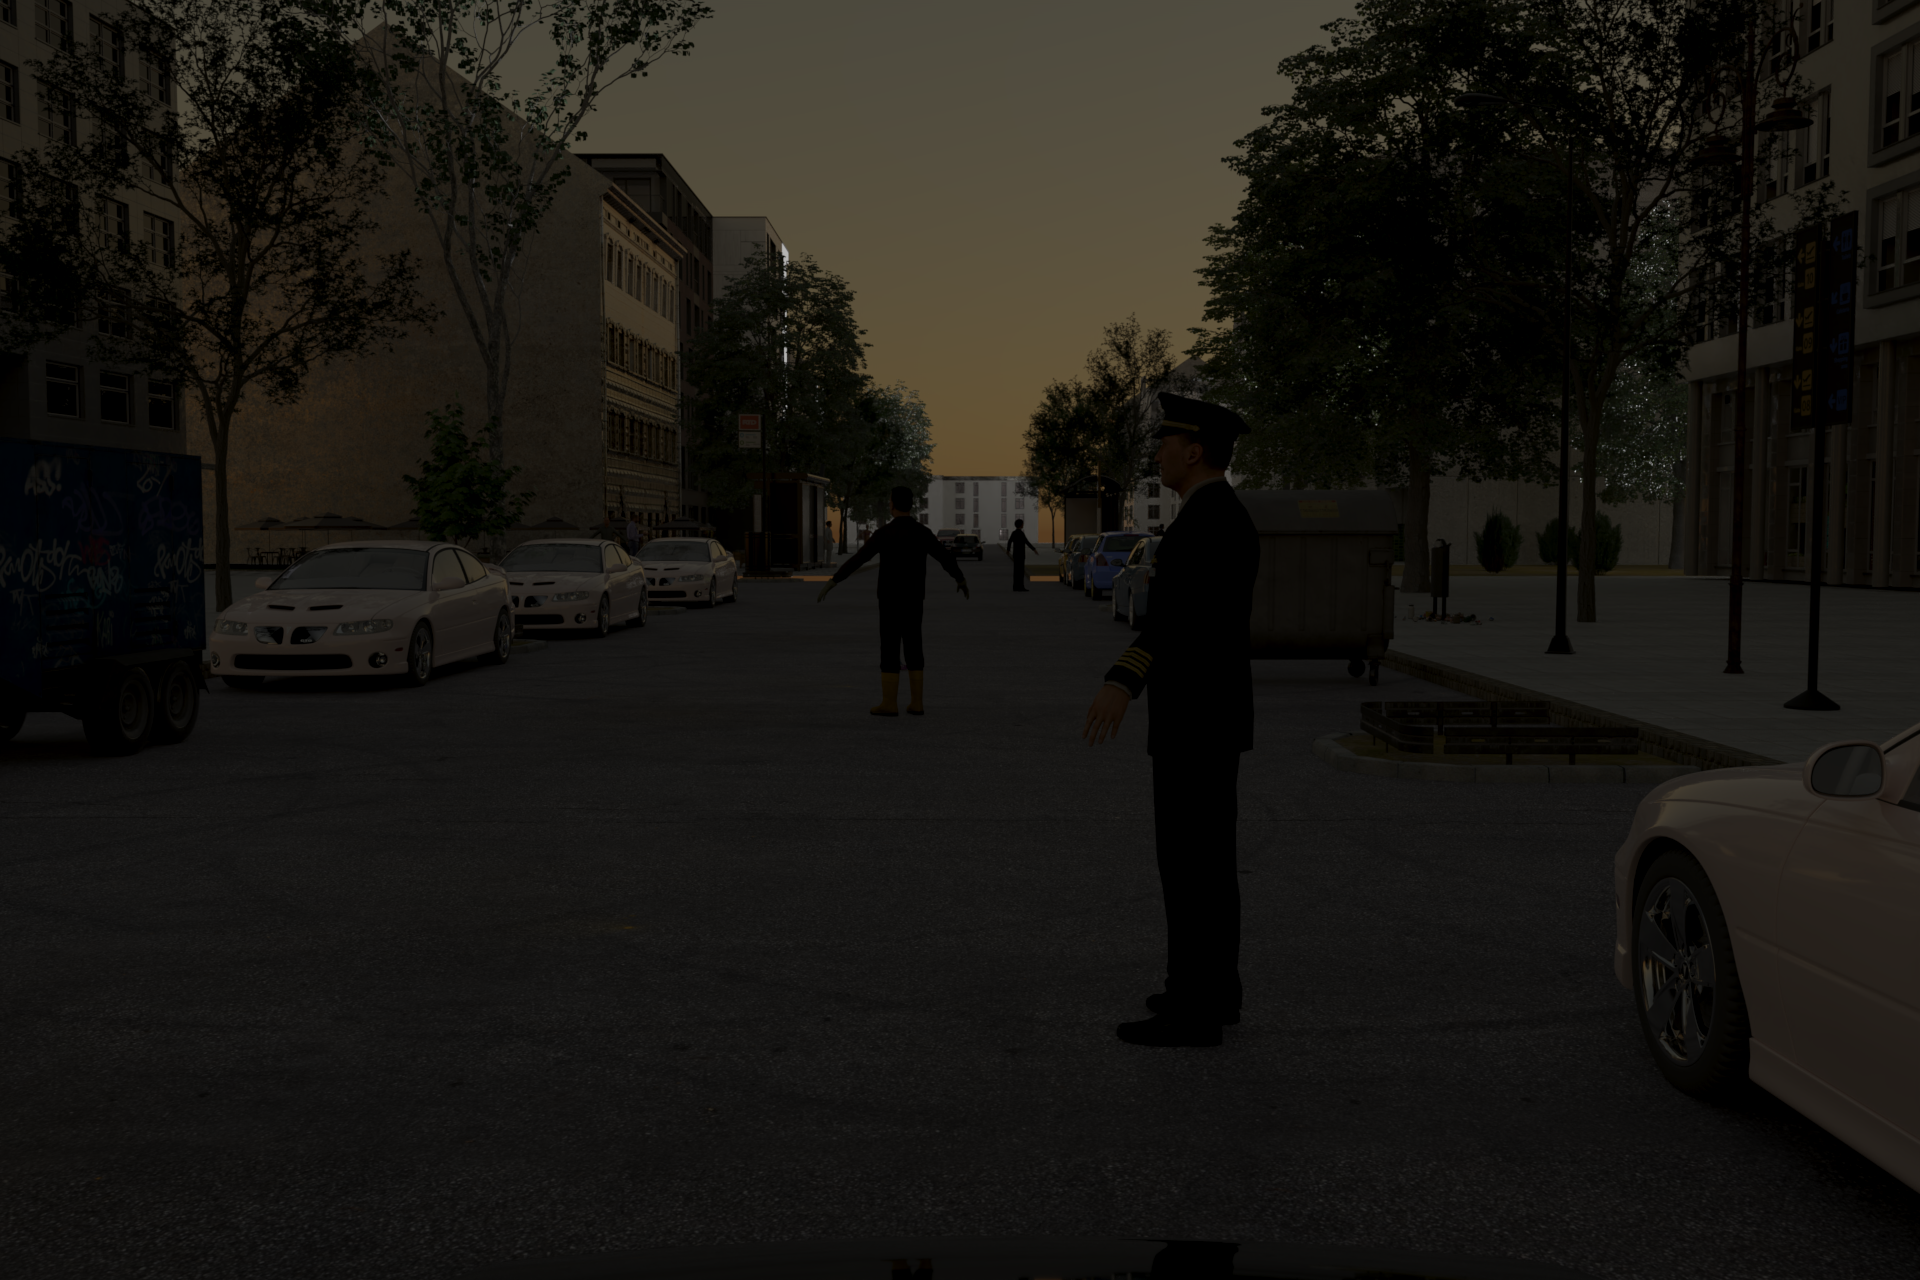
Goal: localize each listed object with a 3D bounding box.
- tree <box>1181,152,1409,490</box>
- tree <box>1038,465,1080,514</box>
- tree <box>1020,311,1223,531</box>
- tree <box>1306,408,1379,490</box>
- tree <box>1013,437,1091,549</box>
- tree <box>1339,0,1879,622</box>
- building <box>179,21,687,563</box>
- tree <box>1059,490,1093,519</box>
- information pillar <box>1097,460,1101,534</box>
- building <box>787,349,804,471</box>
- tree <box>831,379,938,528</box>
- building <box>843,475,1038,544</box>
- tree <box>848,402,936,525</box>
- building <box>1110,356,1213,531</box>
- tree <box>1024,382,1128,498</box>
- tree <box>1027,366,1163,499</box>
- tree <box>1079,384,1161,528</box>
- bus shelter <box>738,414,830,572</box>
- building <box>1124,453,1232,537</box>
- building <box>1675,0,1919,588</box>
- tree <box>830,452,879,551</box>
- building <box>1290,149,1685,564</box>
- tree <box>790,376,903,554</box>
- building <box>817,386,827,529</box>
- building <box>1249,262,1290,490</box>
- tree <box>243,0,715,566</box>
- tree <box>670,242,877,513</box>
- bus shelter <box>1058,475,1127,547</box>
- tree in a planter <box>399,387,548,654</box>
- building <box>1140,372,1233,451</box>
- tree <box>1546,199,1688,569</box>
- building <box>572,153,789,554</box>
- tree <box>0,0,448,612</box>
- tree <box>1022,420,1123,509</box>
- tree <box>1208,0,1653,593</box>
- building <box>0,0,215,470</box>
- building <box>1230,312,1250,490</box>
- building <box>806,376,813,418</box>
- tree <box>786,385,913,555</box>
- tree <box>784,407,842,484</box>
[{"bbox_3d":[10.259,-8.159,51.526,7.486,12.596,7.792,0,3,0],"label":"tree"},{"bbox_3d":[8.826,-11.475,137.978,4.360,8.622,3.978,0,3,0],"label":"tree"},{"bbox_3d":[6.737,-8.505,73.462,8.767,10.594,7.601,0,4,-3],"label":"tree"},{"bbox_3d":[13.713,-7.115,66.696,4.360,8.622,3.978,0,3,0],"label":"tree"},{"bbox_3d":[8.416,-13.345,152.600,8.767,10.594,7.601,2,4,27],"label":"tree"},{"bbox_3d":[8.835,-5.526,24.760,7.601,10.594,8.767,-2,4,-34],"label":"tree"},{"bbox_3d":[-24.474,-15.470,83.859,19.493,23.208,18.063,0,4,1],"label":"building"},{"bbox_3d":[17.710,-19.245,249.065,7.601,10.594,8.767,0,4,5],"label":"tree"},{"bbox_3d":[4.424,-3.904,55.191,0.183,3.616,0.504,0,4,2],"label":"information pillar"},{"bbox_3d":[-21.768,-19.451,174.437,16.016,20.090,11.380,0,4,1],"label":"building"},{"bbox_3d":[-6.678,-14.478,143.371,9.857,13.997,8.962,0,3,0],"label":"tree"},{"bbox_3d":[-2.726,-18.479,246.731,28.070,9.664,9.099,0,4,-4],"label":"building"},{"bbox_3d":[-6.992,-15.334,157.364,9.857,13.997,8.962,0,3,0],"label":"tree"},{"bbox_3d":[28.785,-23.875,221.281,19.493,23.208,18.063,0,4,1],"label":"building"},{"bbox_3d":[8.187,-11.791,118.538,9.928,11.665,9.643,0,3,0],"label":"tree"},{"bbox_3d":[7.769,-9.914,96.507,8.767,10.594,7.601,-2,4,-24],"label":"tree"},{"bbox_3d":[7.217,-8.109,82.937,4.360,8.622,3.978,0,3,0],"label":"tree"},{"bbox_3d":[-6.168,-5.066,60.453,2.179,5.291,8.768,0,4,3],"label":"bus shelter"},{"bbox_3d":[22.318,-14.444,178.304,9.099,9.664,28.070,0,4,1],"label":"building"},{"bbox_3d":[29.101,-13.508,28.453,19.016,26.051,41.698,0,4,1],"label":"building"},{"bbox_3d":[-7.177,-10.551,122.875,4.360,8.622,3.978,0,3,0],"label":"tree"},{"bbox_3d":[27.921,-13.565,88.248,16.747,18.905,31.486,0,4,1],"label":"building"},{"bbox_3d":[-7.587,-11.439,112.786,9.928,11.665,9.643,0,3,0],"label":"tree"},{"bbox_3d":[-22.510,-21.841,213.520,16.016,20.090,11.380,0,3,0],"label":"building"},{"bbox_3d":[25.280,-16.108,119.785,16.016,20.090,11.380,0,4,1],"label":"building"},{"bbox_3d":[-12.886,-11.385,42.033,12.611,20.169,13.585,0,3,0],"label":"tree"},{"bbox_3d":[-8.154,-10.448,77.482,9.857,13.997,8.962,0,3,0],"label":"tree"},{"bbox_3d":[4.654,-4.146,61.711,2.014,3.302,5.546,0,4,0],"label":"bus shelter"},{"bbox_3d":[-6.181,-1.467,21.201,1.991,3.239,1.994,0,4,2],"label":"tree in a planter"},{"bbox_3d":[26.490,-21.438,206.937,16.016,20.090,11.380,0,4,0],"label":"building"},{"bbox_3d":[26.360,-9.590,63.447,9.857,13.997,8.962,0,3,0],"label":"tree"},{"bbox_3d":[-26.394,-16.247,109.619,27.936,21.610,32.646,0,4,0],"label":"building"},{"bbox_3d":[-12.244,-5.720,27.939,8.767,10.594,7.601,1,4,13],"label":"tree"},{"bbox_3d":[8.414,-11.933,129.522,8.767,10.594,7.601,1,4,16],"label":"tree"},{"bbox_3d":[10.119,-8.020,37.779,9.857,13.997,8.962,0,3,0],"label":"tree"},{"bbox_3d":[-29.126,-13.699,42.399,11.959,24.771,22.079,0,4,1],"label":"building"},{"bbox_3d":[26.598,-17.130,136.500,16.016,20.090,11.380,0,4,1],"label":"building"},{"bbox_3d":[-22.149,-20.599,193.212,16.016,20.090,11.380,0,3,0],"label":"building"},{"bbox_3d":[-7.208,-10.364,103.869,8.767,10.594,7.601,-1,4,-9],"label":"tree"},{"bbox_3d":[-8.095,-8.581,90.661,4.360,8.622,3.978,0,3,0],"label":"tree"}]
